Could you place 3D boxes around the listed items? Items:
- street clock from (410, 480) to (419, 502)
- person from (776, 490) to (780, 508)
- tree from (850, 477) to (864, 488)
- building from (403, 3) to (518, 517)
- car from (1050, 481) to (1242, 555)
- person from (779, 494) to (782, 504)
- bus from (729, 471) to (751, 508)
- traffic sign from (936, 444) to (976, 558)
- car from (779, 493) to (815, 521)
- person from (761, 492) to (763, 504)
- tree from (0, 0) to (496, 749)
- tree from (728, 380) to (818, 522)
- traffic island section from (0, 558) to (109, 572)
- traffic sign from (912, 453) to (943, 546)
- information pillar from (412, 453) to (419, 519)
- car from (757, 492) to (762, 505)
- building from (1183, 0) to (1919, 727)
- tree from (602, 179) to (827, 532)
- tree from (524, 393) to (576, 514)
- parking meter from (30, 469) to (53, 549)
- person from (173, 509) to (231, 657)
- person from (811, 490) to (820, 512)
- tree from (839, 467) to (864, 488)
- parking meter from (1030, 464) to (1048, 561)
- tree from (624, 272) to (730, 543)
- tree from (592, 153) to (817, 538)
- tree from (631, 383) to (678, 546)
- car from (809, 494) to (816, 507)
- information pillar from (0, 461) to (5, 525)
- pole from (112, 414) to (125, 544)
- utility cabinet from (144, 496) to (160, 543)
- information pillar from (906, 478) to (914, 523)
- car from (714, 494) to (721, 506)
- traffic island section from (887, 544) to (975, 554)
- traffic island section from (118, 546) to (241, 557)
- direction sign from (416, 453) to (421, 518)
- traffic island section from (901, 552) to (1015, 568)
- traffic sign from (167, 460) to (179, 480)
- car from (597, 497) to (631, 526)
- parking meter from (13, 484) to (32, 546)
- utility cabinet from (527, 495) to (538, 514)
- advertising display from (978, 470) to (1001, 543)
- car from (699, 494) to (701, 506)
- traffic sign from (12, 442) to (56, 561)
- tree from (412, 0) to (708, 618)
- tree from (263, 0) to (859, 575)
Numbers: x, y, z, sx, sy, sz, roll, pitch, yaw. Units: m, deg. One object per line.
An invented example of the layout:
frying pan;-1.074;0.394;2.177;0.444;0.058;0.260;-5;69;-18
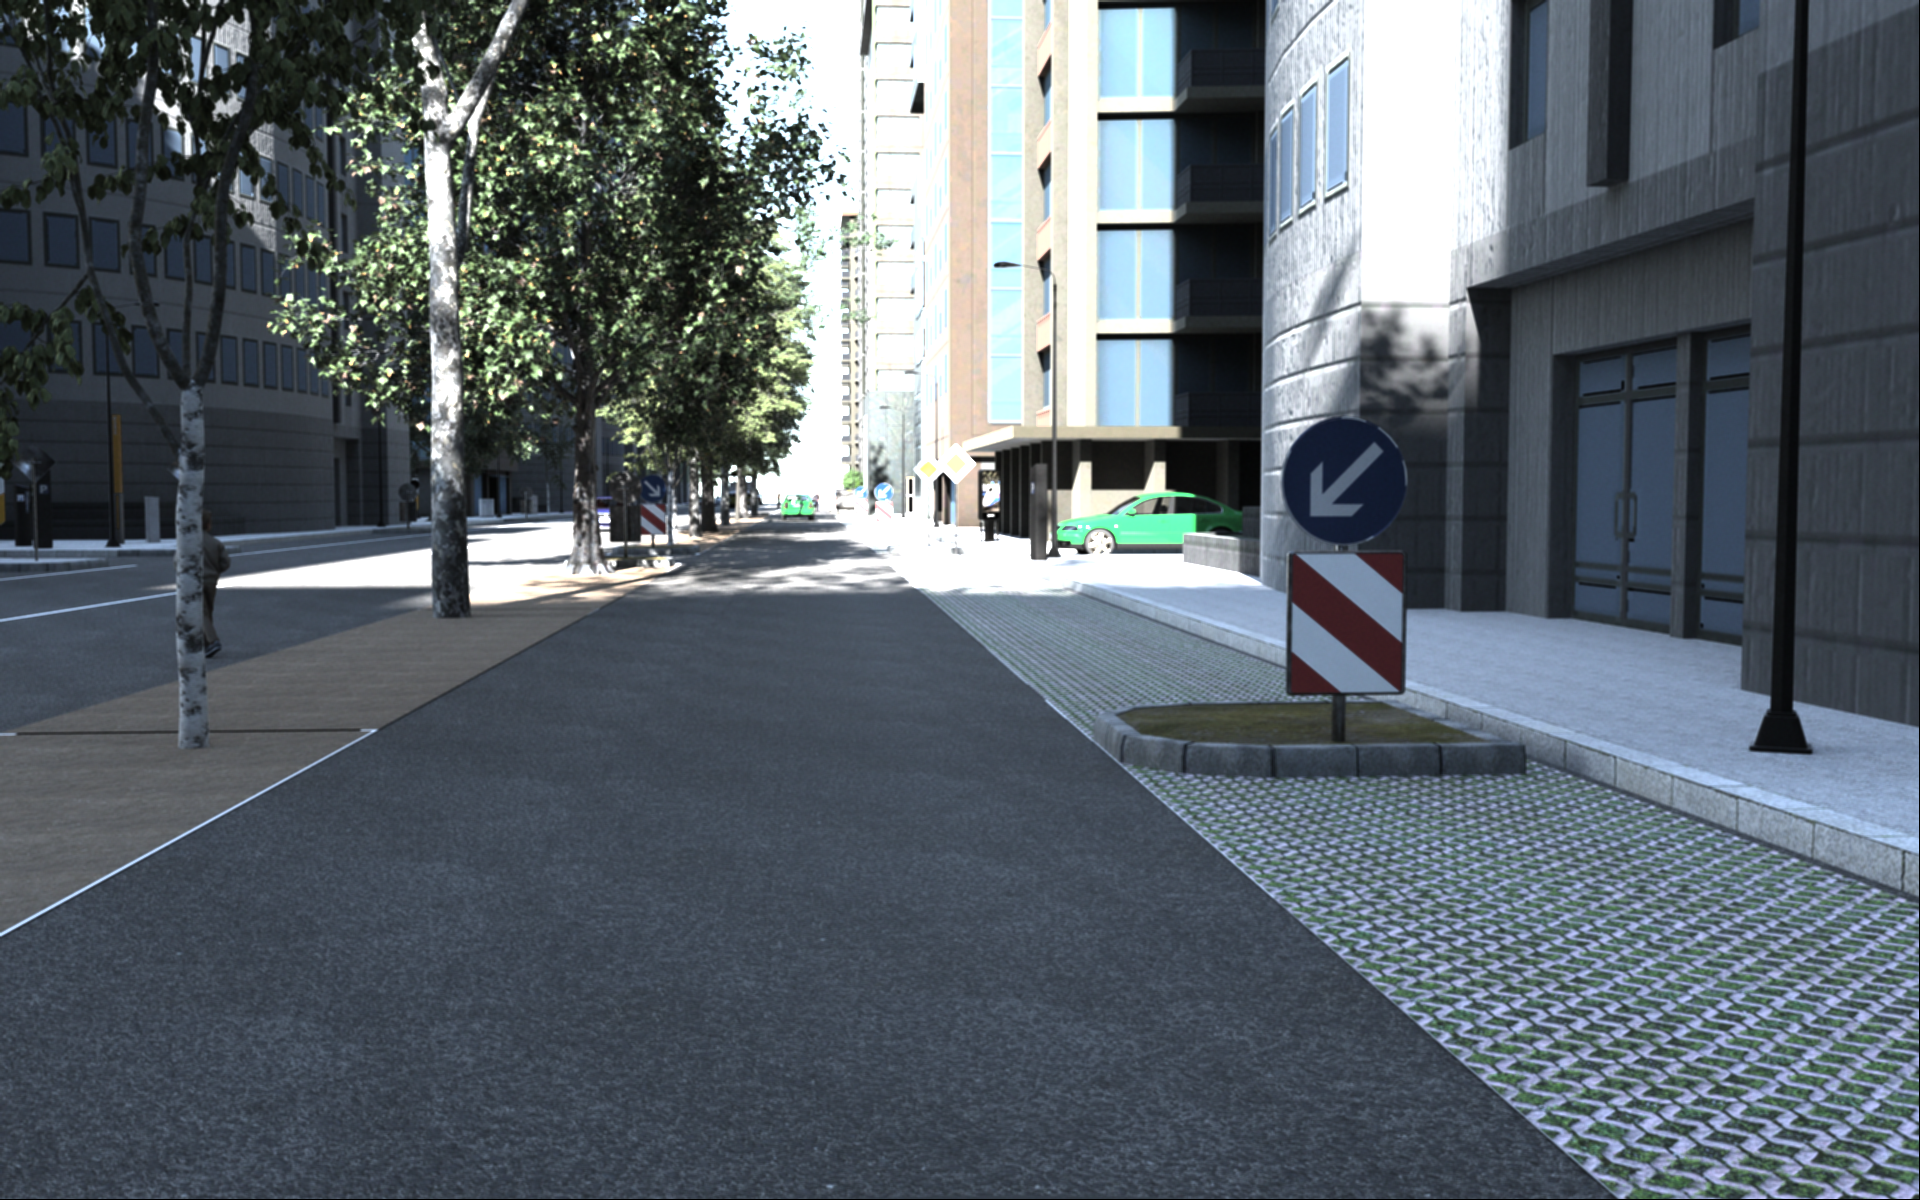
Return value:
street clock;-28.043;-5.168;89.063;0.471;2.002;0.358;-1;4;-20
person;-18.969;-10.525;180.589;0.705;1.822;1.348;-1;4;-20
tree;-11.698;-12.660;201.587;1.663;3.219;1.824;0;3;0
building;-34.443;-27.613;101.590;14.600;45.320;14.200;0;4;-5
car;4.403;-1.872;39.406;4.718;1.807;1.959;0;4;-6
person;-26.973;-15.288;258.536;0.705;1.814;1.350;-3;5;-41
bus;-22.481;-11.461;178.933;2.896;3.916;12.252;0;4;-4
traffic sign;-0.082;-1.898;34.670;0.795;2.450;0.064;0;4;-5
car;-8.859;-5.236;94.401;1.959;1.807;4.718;0;4;-6
person;-27.481;-14.193;241.240;0.721;1.739;1.217;-2;4;-32
tree;-4.373;-3.480;9.724;4.737;8.622;4.395;0;3;0
tree;-11.548;-9.307;89.044;8.767;10.594;7.601;0;4;-5
traffic island section;-17.734;-0.669;33.221;2.009;0.180;2.903;0;4;-5
traffic sign;-0.774;-2.384;42.625;0.795;2.450;0.064;0;4;-5
information pillar;-28.475;-6.067;90.542;0.183;3.616;0.504;1;4;10
car;-27.949;-13.858;235.245;2.281;1.827;5.304;0;4;-5
building;14.700;-29.260;20.409;21.231;58.520;28.212;0;4;-5
tree;-9.430;-9.515;64.678;9.857;13.997;8.962;0;3;0
tree;-26.783;-9.972;113.412;4.360;8.622;3.978;0;3;0
parking meter;-21.690;-2.151;40.883;0.255;1.863;0.399;3;5;39
person;-6.692;-0.153;15.276;0.640;1.303;0.475;3;5;40
person;-11.856;-8.119;141.778;0.750;1.759;0.617;-3;4;-37
tree;-12.701;-13.512;204.640;4.285;4.588;4.351;0;3;0
parking meter;1.521;-1.699;33.496;0.255;1.863;0.399;-1;4;-15
tree;-8.202;-5.917;49.563;4.360;8.622;3.978;0;3;0
tree;-8.543;-8.283;56.010;7.486;12.596;7.792;0;3;0
tree;-7.588;-5.635;44.959;4.737;8.622;4.395;0;3;0
car;-16.694;-10.922;190.583;2.014;1.417;4.499;0;4;-5
information pillar;-25.169;-3.286;45.073;0.504;3.616;0.183;-1;4;-9
pole;-21.609;-3.096;44.460;0.158;3.312;0.155;0;3;0
utility cabinet;-21.451;-2.132;46.021;0.306;1.237;1.020;-2;4;-29
information pillar;-2.227;-4.426;76.864;0.304;2.012;0.304;-1;4;-18
car;-28.514;-11.960;207.544;2.014;1.417;4.499;0;4;-7
traffic island section;-0.751;-1.249;42.704;2.009;0.180;2.903;0;4;-5
traffic island section;-18.426;-1.156;41.177;2.009;0.180;2.903;0;4;-5
direction sign;-28.635;-6.074;91.314;0.379;3.537;0.876;-1;4;-13
traffic island section;-0.059;-0.763;34.749;2.009;0.180;2.903;0;4;-5
traffic sign;-18.404;-2.292;41.117;0.795;2.450;0.064;0;4;-5
car;-13.575;-3.341;67.203;1.945;1.354;3.894;0;4;-7
parking meter;-23.078;-2.094;42.651;0.372;1.533;0.369;0;3;0
utility cabinet;-27.152;-6.036;109.854;0.306;1.237;1.020;1;4;14
advertising display;0.785;-2.505;46.171;0.123;1.923;0.974;2;4;32
car;-27.842;-10.755;187.642;2.131;1.459;4.920;0;4;-3
traffic sign;-17.711;-1.805;33.162;0.795;2.450;0.064;0;4;-5
tree;-4.609;-9.808;18.710;12.611;20.169;13.585;0;3;0
tree;-6.613;-6.778;30.288;9.611;12.733;9.660;0;3;0
